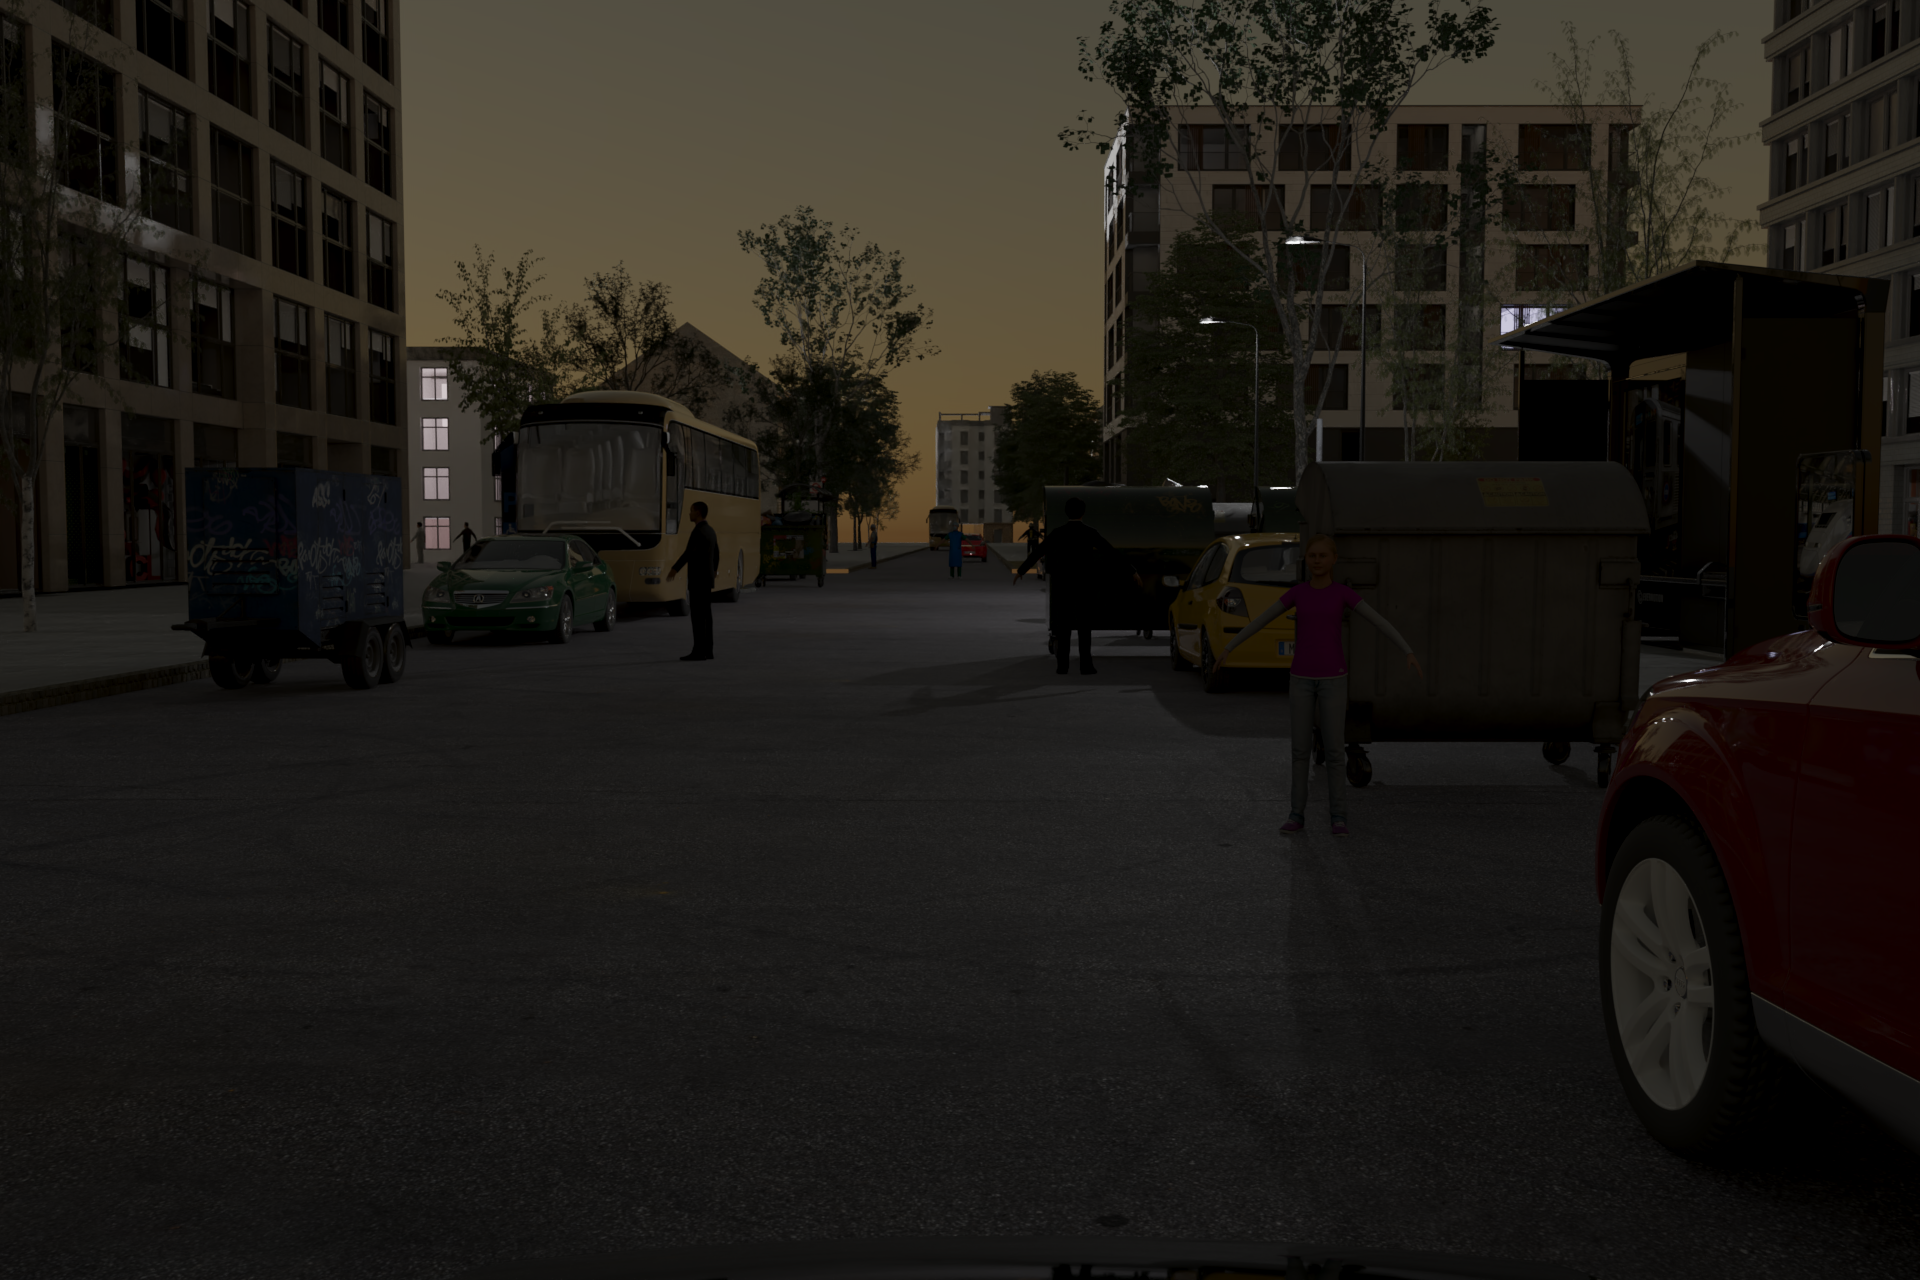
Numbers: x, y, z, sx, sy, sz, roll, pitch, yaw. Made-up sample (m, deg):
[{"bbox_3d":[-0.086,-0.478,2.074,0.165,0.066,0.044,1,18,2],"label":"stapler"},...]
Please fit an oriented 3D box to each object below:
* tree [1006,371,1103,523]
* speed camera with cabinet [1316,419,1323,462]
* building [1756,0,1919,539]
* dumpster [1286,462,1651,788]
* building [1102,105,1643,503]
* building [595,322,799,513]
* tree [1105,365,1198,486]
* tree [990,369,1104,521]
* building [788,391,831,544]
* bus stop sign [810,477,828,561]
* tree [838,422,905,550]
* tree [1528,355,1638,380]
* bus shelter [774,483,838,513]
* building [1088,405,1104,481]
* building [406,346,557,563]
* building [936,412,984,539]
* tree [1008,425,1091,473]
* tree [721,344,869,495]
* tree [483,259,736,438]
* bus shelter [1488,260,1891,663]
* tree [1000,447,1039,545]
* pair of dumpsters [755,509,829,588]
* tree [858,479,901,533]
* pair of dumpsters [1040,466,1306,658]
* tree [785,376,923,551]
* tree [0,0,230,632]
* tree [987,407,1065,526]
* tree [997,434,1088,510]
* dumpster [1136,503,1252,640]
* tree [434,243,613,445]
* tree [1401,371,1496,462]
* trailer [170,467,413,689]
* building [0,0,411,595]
[{"bbox_3d":[7.018,-12.375,120.466,7.486,12.596,7.792,0,3,0],"label":"tree"},{"bbox_3d":[6.347,-2.128,29.125,0.660,3.252,2.038,0,4,1],"label":"speed camera with cabinet"},{"bbox_3d":[25.523,-11.731,38.486,8.464,21.280,15.925,0,4,1],"label":"building"},{"bbox_3d":[2.948,-0.124,10.247,1.865,1.857,1.264,0,3,0],"label":"dumpster"},{"bbox_3d":[21.963,-15.608,99.165,27.936,21.610,32.646,0,3,0],"label":"building"},{"bbox_3d":[-28.033,-21.888,188.791,19.493,23.208,18.063,0,4,1],"label":"building"},{"bbox_3d":[8.285,-7.604,74.686,4.360,8.622,3.978,0,3,0],"label":"tree"},{"bbox_3d":[6.974,-13.817,132.561,9.857,13.997,8.962,0,3,0],"label":"tree"},{"bbox_3d":[-25.761,-22.157,228.723,16.747,18.905,31.486,0,4,0],"label":"building"},{"bbox_3d":[-6.604,-5.654,81.139,0.855,3.939,0.416,0,3,0],"label":"bus stop sign"},{"bbox_3d":[-8.317,-13.367,144.299,9.928,11.665,9.643,0,3,0],"label":"tree"},{"bbox_3d":[22.692,-6.991,64.673,4.360,8.622,3.978,0,3,0],"label":"tree"},{"bbox_3d":[-6.324,-4.766,71.841,2.014,3.302,5.546,0,4,2],"label":"bus shelter"},{"bbox_3d":[26.425,-23.832,220.588,19.493,23.208,18.063,0,4,1],"label":"building"},{"bbox_3d":[-25.849,-9.145,91.665,9.099,9.664,28.070,0,4,0],"label":"building"},{"bbox_3d":[-3.305,-24.514,259.687,11.380,20.090,16.016,0,4,6],"label":"building"},{"bbox_3d":[7.797,-13.753,150.612,9.928,11.665,9.643,0,3,0],"label":"tree"},{"bbox_3d":[-8.668,-9.283,86.183,8.767,10.594,7.601,0,4,0],"label":"tree"},{"bbox_3d":[-12.127,-7.659,59.630,8.767,10.594,7.601,-1,4,-14],"label":"tree"},{"bbox_3d":[7.202,-1.632,17.968,1.731,3.624,6.357,0,4,1],"label":"bus shelter"},{"bbox_3d":[7.263,-14.254,158.810,9.928,11.665,9.643,0,3,0],"label":"tree"},{"bbox_3d":[-5.776,-2.550,46.636,4.436,2.255,1.574,0,3,0],"label":"pair of dumpsters"},{"bbox_3d":[-12.301,-19.976,261.014,7.601,10.594,8.767,0,4,6],"label":"tree"},{"bbox_3d":[3.145,-0.931,20.168,4.436,2.255,1.574,0,4,1],"label":"pair of dumpsters"},{"bbox_3d":[-7.974,-13.509,131.234,12.009,13.543,11.850,0,3,0],"label":"tree"},{"bbox_3d":[-12.339,-4.401,22.314,4.360,8.622,3.978,0,3,0],"label":"tree"},{"bbox_3d":[7.255,-16.019,168.560,9.857,13.997,8.962,0,3,0],"label":"tree"},{"bbox_3d":[7.157,-12.747,142.829,8.767,10.594,7.601,0,4,5],"label":"tree"},{"bbox_3d":[3.240,-0.964,23.975,1.865,1.857,1.264,0,4,-1],"label":"dumpster"},{"bbox_3d":[-11.423,-5.765,44.623,4.737,8.622,4.395,0,3,0],"label":"tree"},{"bbox_3d":[21.807,-7.735,76.823,4.737,8.622,4.395,0,3,0],"label":"tree"},{"bbox_3d":[-6.142,-0.523,15.597,1.471,1.999,3.904,0,4,1],"label":"trailer"},{"bbox_3d":[-28.202,-14.521,40.628,19.350,26.588,34.151,0,4,0],"label":"building"}]
